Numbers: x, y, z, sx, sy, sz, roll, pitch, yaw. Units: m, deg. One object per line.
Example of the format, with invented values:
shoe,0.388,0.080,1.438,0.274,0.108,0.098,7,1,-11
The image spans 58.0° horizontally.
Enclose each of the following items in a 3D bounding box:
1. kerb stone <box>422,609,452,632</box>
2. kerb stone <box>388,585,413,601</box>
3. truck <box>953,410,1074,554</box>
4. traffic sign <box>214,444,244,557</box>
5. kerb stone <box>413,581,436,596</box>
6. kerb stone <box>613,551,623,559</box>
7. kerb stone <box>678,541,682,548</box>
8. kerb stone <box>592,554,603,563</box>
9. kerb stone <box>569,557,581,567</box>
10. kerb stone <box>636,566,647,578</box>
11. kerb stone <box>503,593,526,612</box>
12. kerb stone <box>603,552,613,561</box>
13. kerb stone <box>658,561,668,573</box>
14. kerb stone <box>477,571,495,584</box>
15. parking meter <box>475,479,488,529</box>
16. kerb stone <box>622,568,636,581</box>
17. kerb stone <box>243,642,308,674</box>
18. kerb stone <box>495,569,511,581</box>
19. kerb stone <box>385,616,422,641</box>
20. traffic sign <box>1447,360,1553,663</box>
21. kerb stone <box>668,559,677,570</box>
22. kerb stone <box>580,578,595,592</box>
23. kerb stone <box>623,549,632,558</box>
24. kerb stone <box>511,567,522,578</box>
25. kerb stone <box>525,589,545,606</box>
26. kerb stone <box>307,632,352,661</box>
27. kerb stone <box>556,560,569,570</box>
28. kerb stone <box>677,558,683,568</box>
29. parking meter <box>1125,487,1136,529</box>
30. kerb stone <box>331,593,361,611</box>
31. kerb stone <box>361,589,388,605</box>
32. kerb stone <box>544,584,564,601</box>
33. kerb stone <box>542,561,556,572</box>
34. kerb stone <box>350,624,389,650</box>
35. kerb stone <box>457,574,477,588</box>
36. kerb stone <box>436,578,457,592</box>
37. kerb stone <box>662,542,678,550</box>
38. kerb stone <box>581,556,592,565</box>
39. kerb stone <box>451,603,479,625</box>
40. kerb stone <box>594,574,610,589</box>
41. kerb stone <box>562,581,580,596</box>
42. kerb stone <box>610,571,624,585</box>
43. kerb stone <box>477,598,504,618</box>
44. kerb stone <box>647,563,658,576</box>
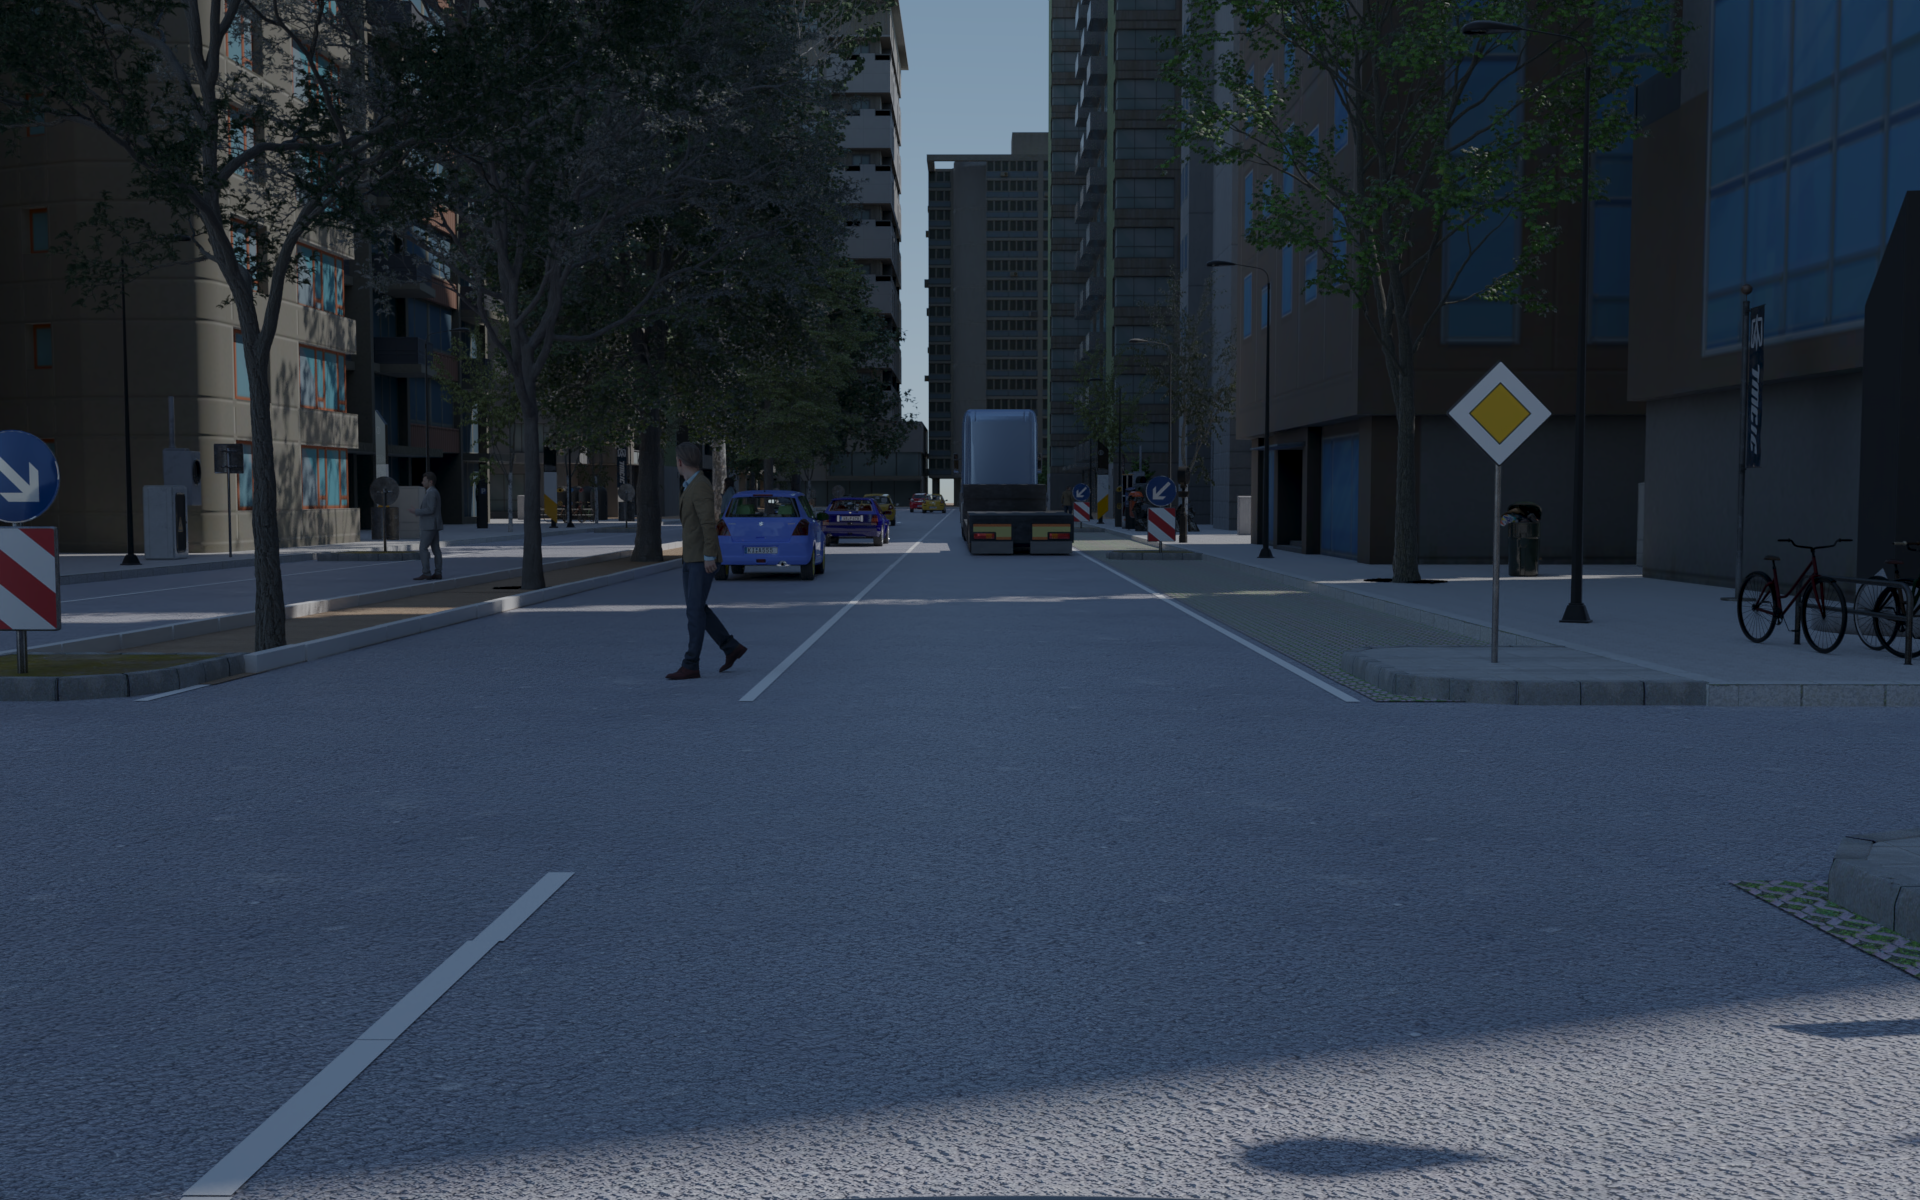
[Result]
kerb stone,-5.626,0.233,18.382,0.120,0.150,1.000,0,4,0
kerb stone,-7.697,-0.083,23.559,0.120,0.150,1.000,0,4,0
truck,1.332,-3.646,49.369,2.967,4.110,18.799,0,4,-1
traffic sign,-14.809,-2.017,35.100,0.606,2.300,0.079,0,4,2
kerb stone,-7.691,-0.146,24.581,0.120,0.150,1.000,0,4,0
kerb stone,-7.609,-0.962,37.964,0.120,0.150,1.000,0,4,0
kerb stone,-7.554,-1.466,46.168,0.120,0.150,1.000,0,4,0
kerb stone,-7.621,-0.839,35.914,0.120,0.150,1.000,0,4,0
kerb stone,-7.632,-0.707,33.852,0.120,0.150,1.000,0,4,0
kerb stone,-5.552,-0.457,29.670,0.120,0.150,1.000,0,4,0
kerb stone,-5.605,0.045,21.465,0.120,0.150,1.000,0,4,0
kerb stone,-7.613,-0.902,36.942,0.120,0.150,1.000,0,4,0
kerb stone,-5.544,-0.582,31.717,0.120,0.150,1.000,0,4,0
kerb stone,-7.674,-0.331,27.671,0.120,0.150,1.000,0,4,0
parking meter,-17.817,-3.596,64.512,0.399,1.863,0.255,-3,5,-40
kerb stone,-5.566,-0.392,28.646,0.120,0.150,1.000,0,4,0
kerb stone,-5.656,0.483,14.293,0.120,0.150,1.000,0,4,0
kerb stone,-7.670,-0.397,28.693,0.120,0.150,1.000,0,4,0
kerb stone,-5.633,0.296,17.359,0.120,0.150,1.000,0,4,0
traffic sign,4.063,-0.579,13.112,0.795,2.450,0.064,0,4,0
kerb stone,-5.540,-0.642,32.743,0.120,0.150,1.000,0,4,0
kerb stone,-5.591,-0.201,25.569,0.120,0.150,1.000,0,4,0
kerb stone,-7.596,-1.027,38.990,0.120,0.150,1.000,0,4,0
kerb stone,-7.658,-0.461,29.727,0.120,0.150,1.000,0,4,0
kerb stone,-5.604,-0.019,22.498,0.120,0.150,1.000,0,4,0
kerb stone,-5.638,0.425,15.315,0.120,0.150,1.000,0,4,0
kerb stone,-7.642,-0.649,32.814,0.120,0.150,1.000,0,4,0
kerb stone,-5.532,-0.708,33.765,0.120,0.150,1.000,0,4,0
parking meter,6.231,-3.359,63.324,0.372,1.533,0.369,0,3,0
kerb stone,-7.709,0.042,21.512,0.120,0.150,1.000,0,4,0
kerb stone,-7.700,-0.019,22.534,0.120,0.150,1.000,0,4,0
kerb stone,-5.593,-0.081,23.523,0.120,0.150,1.000,0,4,0
kerb stone,-7.650,-0.586,31.782,0.120,0.150,1.000,0,4,0
kerb stone,-5.638,0.362,16.337,0.120,0.150,1.000,0,4,0
kerb stone,-7.672,-0.272,26.643,0.120,0.150,1.000,0,4,0
kerb stone,-7.681,-0.209,25.610,0.120,0.150,1.000,0,4,0
kerb stone,-7.561,-1.402,45.142,0.120,0.150,1.000,0,4,0
kerb stone,-7.630,-0.775,34.873,0.120,0.150,1.000,0,4,0
kerb stone,-5.624,0.171,19.407,0.120,0.150,1.000,0,4,0
kerb stone,-5.582,-0.265,26.595,0.120,0.150,1.000,0,4,0
kerb stone,-5.594,-0.144,24.546,0.120,0.150,1.000,0,4,0
kerb stone,-5.566,-0.324,27.621,0.120,0.150,1.000,0,4,0
kerb stone,-5.608,0.108,20.431,0.120,0.150,1.000,0,4,0
kerb stone,-5.550,-0.520,30.695,0.120,0.150,1.000,0,4,0
